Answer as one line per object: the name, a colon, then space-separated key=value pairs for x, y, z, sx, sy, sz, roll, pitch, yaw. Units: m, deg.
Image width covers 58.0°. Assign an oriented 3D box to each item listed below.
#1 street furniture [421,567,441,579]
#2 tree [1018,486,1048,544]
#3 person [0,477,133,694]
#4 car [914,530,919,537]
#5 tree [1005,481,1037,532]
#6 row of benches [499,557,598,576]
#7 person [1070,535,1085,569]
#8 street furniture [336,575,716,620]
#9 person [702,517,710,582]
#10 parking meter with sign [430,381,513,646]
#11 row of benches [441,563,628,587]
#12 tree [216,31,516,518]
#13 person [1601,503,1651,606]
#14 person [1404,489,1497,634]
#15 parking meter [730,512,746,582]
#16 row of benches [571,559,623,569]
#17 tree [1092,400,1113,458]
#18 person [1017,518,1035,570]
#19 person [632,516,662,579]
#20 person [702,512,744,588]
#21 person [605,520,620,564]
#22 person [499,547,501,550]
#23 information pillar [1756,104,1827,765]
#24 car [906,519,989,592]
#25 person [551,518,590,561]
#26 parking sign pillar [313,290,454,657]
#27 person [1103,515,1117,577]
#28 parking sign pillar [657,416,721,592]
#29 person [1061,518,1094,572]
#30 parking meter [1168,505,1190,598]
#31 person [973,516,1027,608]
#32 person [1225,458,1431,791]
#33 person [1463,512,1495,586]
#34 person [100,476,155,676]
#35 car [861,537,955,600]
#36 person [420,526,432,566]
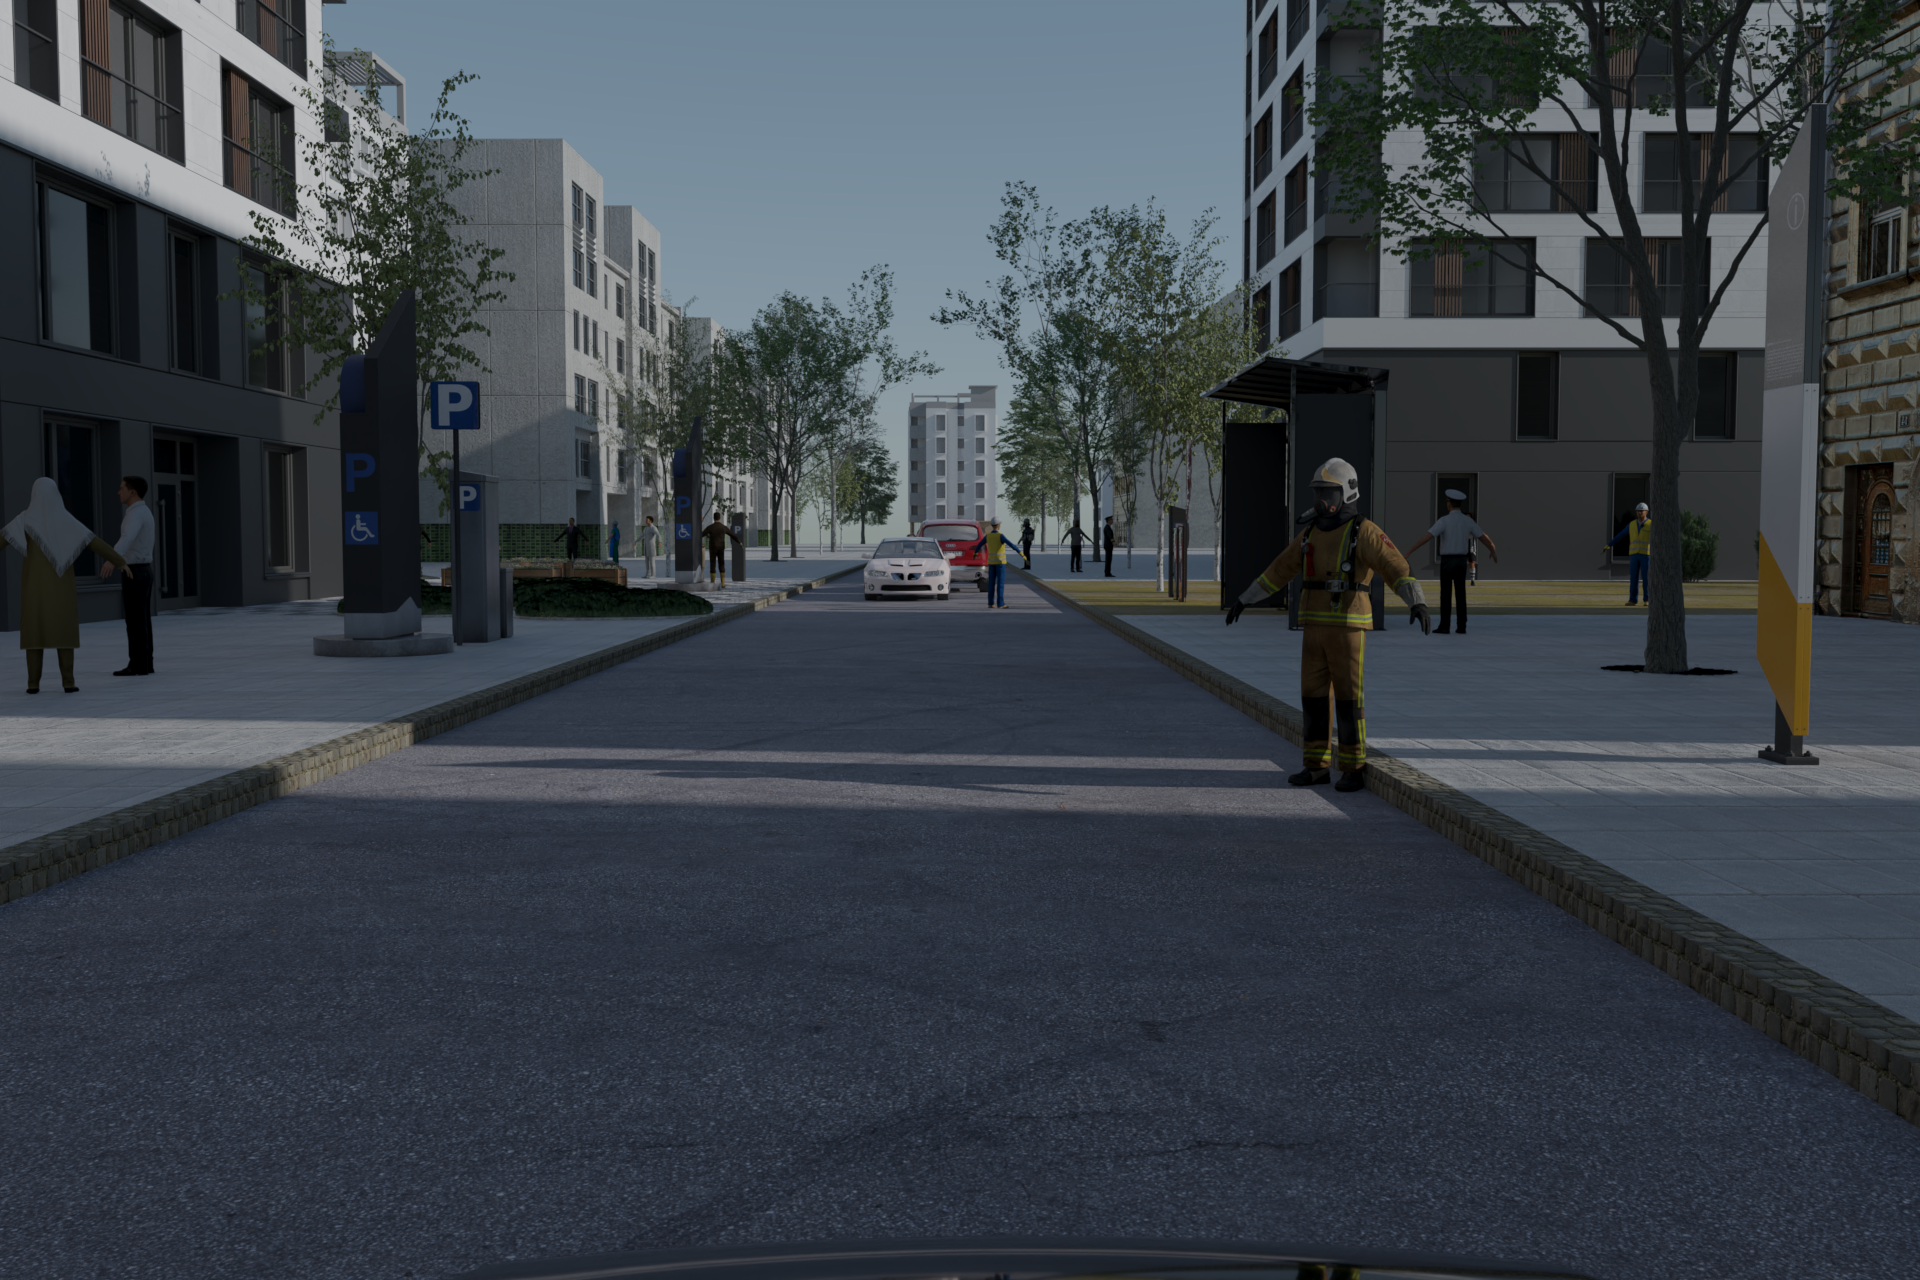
street furniture: x=-17.835 y=-2.205 z=42.905 sx=9.812 sy=1.723 sz=11.010 roll=-2 pitch=4 yaw=-25
tree: x=9.710 y=-16.429 z=218.979 sx=4.360 sy=8.622 sz=3.978 roll=0 pitch=3 yaw=0
person: x=-7.371 y=-0.443 z=14.023 sx=1.217 sy=1.736 sz=0.721 roll=-1 pitch=4 yaw=-21
car: x=-2.314 y=-7.109 z=124.907 sx=2.281 sy=1.827 sz=5.304 roll=0 pitch=3 yaw=0
tree: x=8.028 y=-16.767 z=224.505 sx=4.737 sy=8.622 sz=4.395 roll=0 pitch=3 yaw=0
row of benches: x=-10.699 y=-1.840 z=45.544 sx=4.104 sy=0.672 sz=1.422 roll=3 pitch=5 yaw=41
person: x=4.326 y=-3.330 z=63.719 sx=0.599 sy=1.433 sz=0.991 roll=-2 pitch=4 yaw=-26
street furniture: x=-7.748 y=-0.894 z=30.239 sx=5.734 sy=0.657 sz=10.072 roll=-1 pitch=4 yaw=-17
person: x=-6.430 y=-2.231 z=42.755 sx=0.705 sy=1.796 sz=1.348 roll=2 pitch=4 yaw=35
parking meter with sign: x=-5.761 y=-1.492 z=20.660 sx=0.543 sy=3.016 sz=1.738 roll=0 pitch=4 yaw=0
row of benches: x=-9.230 y=-1.332 z=37.234 sx=4.104 sy=0.672 sz=1.422 roll=0 pitch=4 yaw=7
tree: x=-8.483 y=-4.607 z=25.683 sx=4.737 sy=8.622 sz=4.395 roll=0 pitch=3 yaw=0
person: x=12.128 y=-1.523 z=30.874 sx=1.349 sy=1.833 sz=0.705 roll=3 pitch=5 yaw=41
person: x=6.342 y=-1.010 z=22.307 sx=1.343 sy=1.855 sz=0.704 roll=-1 pitch=4 yaw=-13
parking meter: x=-5.985 y=-2.505 z=46.672 sx=0.399 sy=1.863 sz=0.255 roll=0 pitch=4 yaw=0
row of benches: x=-8.749 y=-1.598 z=41.582 sx=1.422 sy=0.672 sz=4.104 roll=-1 pitch=4 yaw=-20
tree: x=23.243 y=-22.396 z=222.062 sx=12.611 sy=20.169 sz=13.585 roll=0 pitch=3 yaw=0
person: x=2.375 y=-3.452 z=62.222 sx=0.705 sy=1.856 sz=1.354 roll=-1 pitch=4 yaw=-16
person: x=-8.952 y=-2.670 z=49.843 sx=1.347 sy=1.806 sz=0.705 roll=3 pitch=5 yaw=44
person: x=-5.812 y=-2.155 z=41.370 sx=1.346 sy=1.812 sz=0.704 roll=-1 pitch=4 yaw=-19
person: x=-13.259 y=-3.686 z=66.385 sx=0.704 sy=1.817 sz=1.347 roll=1 pitch=4 yaw=9
person: x=-11.753 y=-2.213 z=42.035 sx=1.347 sy=1.847 sz=0.705 roll=2 pitch=4 yaw=25
information pillar: x=4.670 y=-1.125 z=9.741 sx=0.183 sy=3.616 sz=0.504 roll=0 pitch=4 yaw=0
car: x=-0.243 y=-2.166 z=44.091 sx=2.281 sy=1.827 sz=5.304 roll=0 pitch=4 yaw=0
person: x=-12.263 y=-2.965 z=54.701 sx=1.346 sy=1.802 sz=0.704 roll=1 pitch=4 yaw=16
parking sign pillar: x=-6.217 y=-1.842 z=18.592 sx=1.447 sy=3.967 sz=1.447 roll=0 pitch=3 yaw=0
person: x=4.466 y=-2.797 z=51.658 sx=0.705 sy=1.837 sz=1.347 roll=0 pitch=4 yaw=-3
parking sign pillar: x=-6.131 y=-3.095 z=39.071 sx=1.447 sy=3.967 sz=1.447 roll=0 pitch=4 yaw=1
person: x=3.897 y=-3.173 z=58.010 sx=1.348 sy=1.813 sz=0.705 roll=-2 pitch=4 yaw=-32
parking meter: x=4.423 y=-1.791 z=35.002 sx=0.399 sy=1.863 sz=0.255 roll=0 pitch=3 yaw=0
person: x=0.746 y=-1.503 z=33.497 sx=1.216 sy=1.772 sz=0.721 roll=2 pitch=4 yaw=34
person: x=2.094 y=-0.094 z=9.764 sx=0.705 sy=1.858 sz=1.354 roll=-3 pitch=5 yaw=-43
person: x=12.581 y=-2.249 z=42.910 sx=1.345 sy=1.843 sz=0.704 roll=2 pitch=4 yaw=28
person: x=-7.537 y=-0.589 z=15.788 sx=0.704 sy=1.810 sz=1.344 roll=-1 pitch=4 yaw=-12
car: x=-1.145 y=-1.625 z=38.930 sx=2.083 sy=1.381 sz=4.827 roll=0 pitch=3 yaw=0
person: x=-16.123 y=-2.752 z=51.186 sx=0.705 sy=1.806 sz=1.347 roll=2 pitch=4 yaw=33
